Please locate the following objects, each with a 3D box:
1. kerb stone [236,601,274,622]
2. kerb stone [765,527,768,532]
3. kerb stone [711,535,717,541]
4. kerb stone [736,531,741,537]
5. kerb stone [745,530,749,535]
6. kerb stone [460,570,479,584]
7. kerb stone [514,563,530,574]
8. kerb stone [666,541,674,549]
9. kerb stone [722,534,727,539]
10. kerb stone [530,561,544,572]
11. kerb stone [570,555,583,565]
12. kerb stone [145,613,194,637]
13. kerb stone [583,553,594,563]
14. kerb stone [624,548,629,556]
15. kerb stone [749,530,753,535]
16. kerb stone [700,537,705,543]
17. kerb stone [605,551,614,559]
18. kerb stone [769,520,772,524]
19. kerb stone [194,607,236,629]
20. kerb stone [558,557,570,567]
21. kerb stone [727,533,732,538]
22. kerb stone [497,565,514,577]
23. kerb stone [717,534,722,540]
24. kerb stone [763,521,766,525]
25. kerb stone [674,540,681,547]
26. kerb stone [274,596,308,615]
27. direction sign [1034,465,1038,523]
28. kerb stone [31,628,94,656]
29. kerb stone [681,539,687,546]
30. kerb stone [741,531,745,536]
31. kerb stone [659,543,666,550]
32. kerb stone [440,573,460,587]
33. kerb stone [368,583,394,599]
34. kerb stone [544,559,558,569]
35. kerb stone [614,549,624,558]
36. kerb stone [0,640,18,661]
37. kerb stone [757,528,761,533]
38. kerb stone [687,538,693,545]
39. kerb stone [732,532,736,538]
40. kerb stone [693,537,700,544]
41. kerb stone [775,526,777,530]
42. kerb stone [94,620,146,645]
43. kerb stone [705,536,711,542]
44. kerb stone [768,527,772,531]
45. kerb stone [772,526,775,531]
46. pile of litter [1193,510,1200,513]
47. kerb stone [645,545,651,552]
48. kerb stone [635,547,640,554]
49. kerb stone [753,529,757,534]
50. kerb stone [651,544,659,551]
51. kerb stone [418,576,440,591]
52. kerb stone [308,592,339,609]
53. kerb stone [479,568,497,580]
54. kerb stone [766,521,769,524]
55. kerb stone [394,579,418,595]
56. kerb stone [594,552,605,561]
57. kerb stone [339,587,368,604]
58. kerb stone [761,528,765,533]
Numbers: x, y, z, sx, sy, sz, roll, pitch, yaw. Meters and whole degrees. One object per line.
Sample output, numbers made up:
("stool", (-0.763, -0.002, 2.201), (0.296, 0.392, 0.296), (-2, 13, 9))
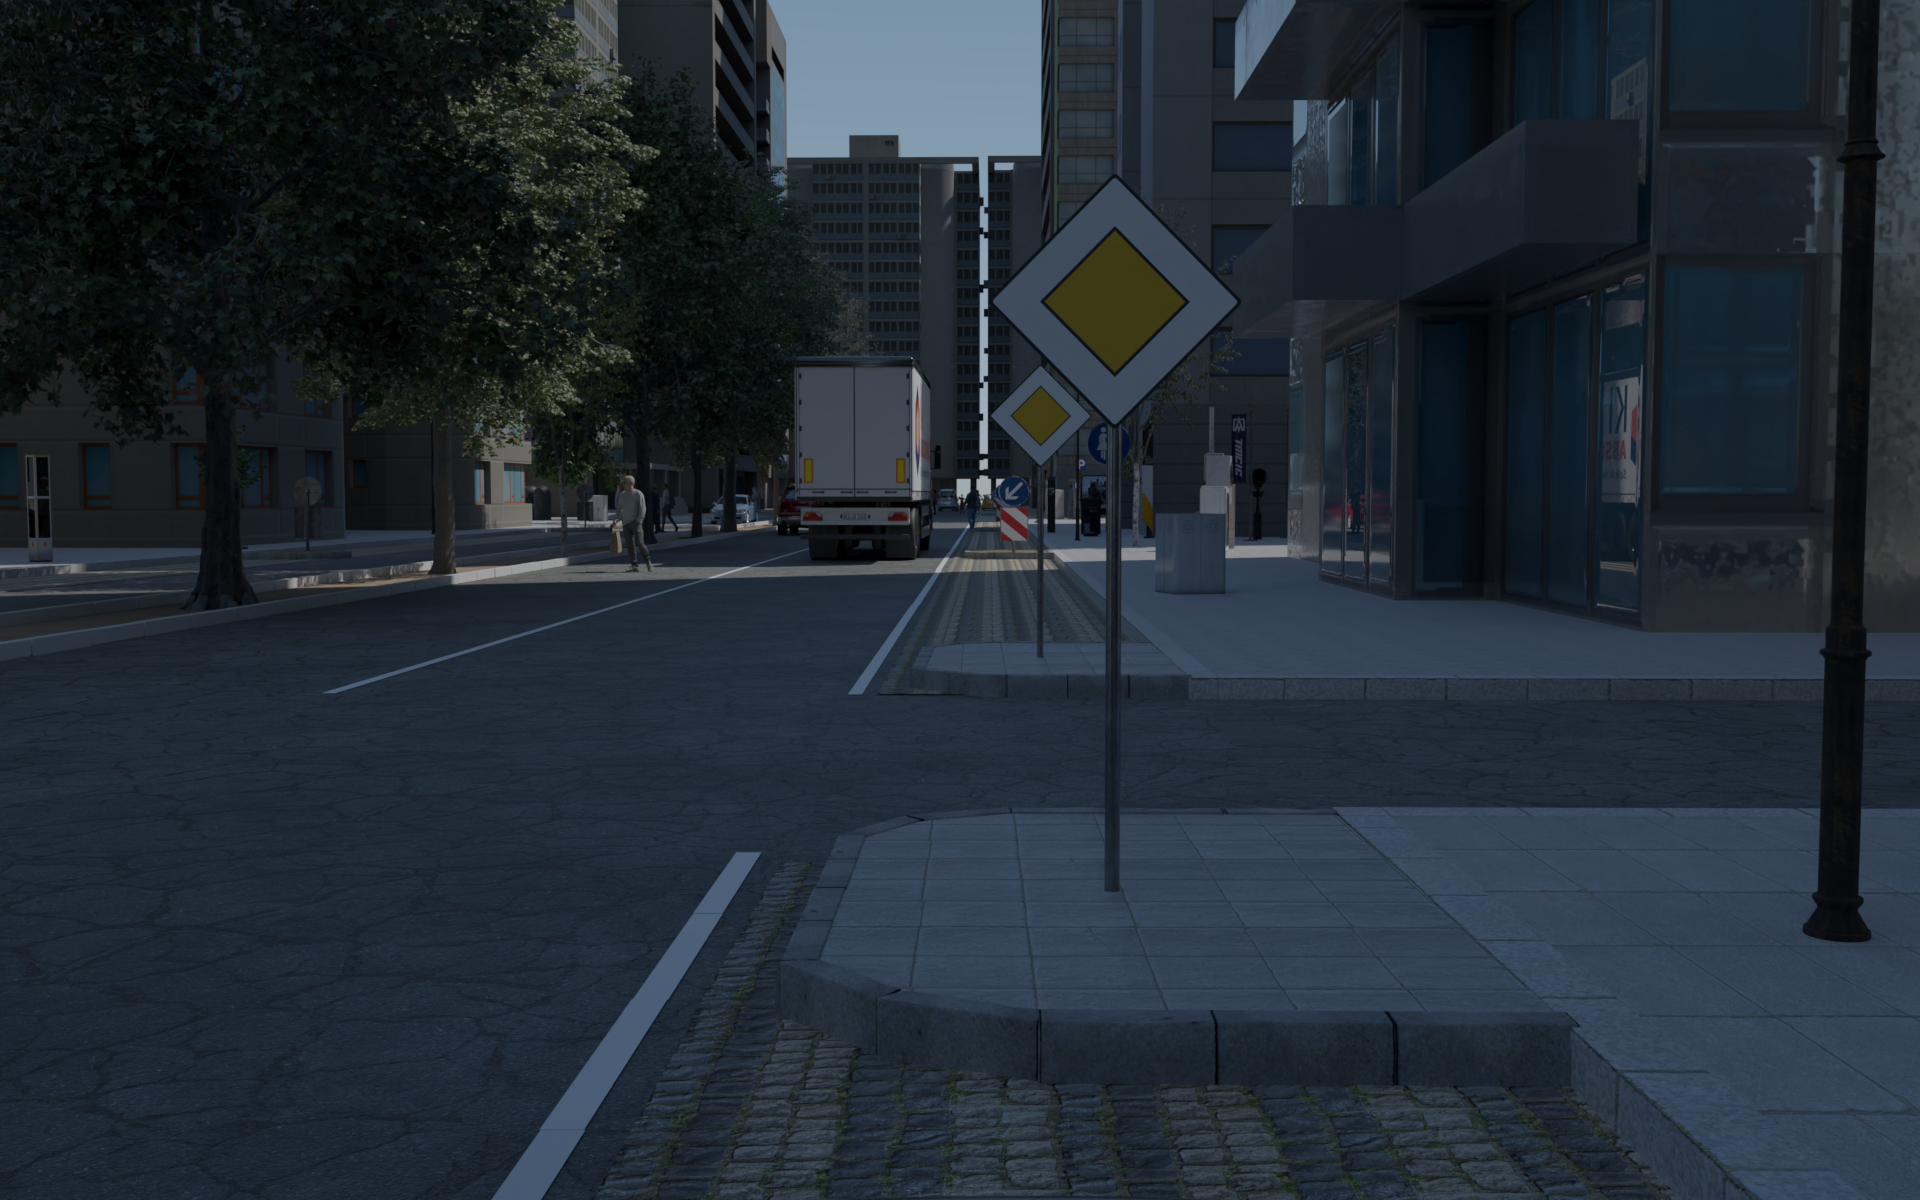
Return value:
("kerb stone", (-8.186, 0.141, 19.929), (0.120, 0.150, 1.000), (0, 4, 1))
("kerb stone", (-7.411, -2.617, 64.989), (0.120, 0.150, 1.000), (0, 4, 1))
("kerb stone", (-7.623, -1.866, 52.701), (0.120, 0.150, 1.000), (0, 4, 1))
("kerb stone", (-7.535, -2.178, 57.819), (0.120, 0.150, 1.000), (0, 4, 1))
("kerb stone", (-7.493, -2.301, 59.867), (0.120, 0.150, 1.000), (0, 4, 1))
("kerb stone", (-8.055, -0.360, 28.120), (0.120, 0.150, 1.000), (0, 4, 1))
("kerb stone", (-7.991, -0.547, 31.188), (0.120, 0.150, 1.000), (0, 4, 1))
("kerb stone", (-7.746, -1.425, 45.531), (0.120, 0.150, 1.000), (0, 4, 1))
("kerb stone", (-7.592, -1.987, 54.751), (0.120, 0.150, 1.000), (0, 4, 1))
("kerb stone", (-7.979, -0.612, 32.210), (0.120, 0.150, 1.000), (0, 4, 1))
("kerb stone", (-7.919, -0.800, 35.280), (0.120, 0.150, 1.000), (0, 4, 1))
("kerb stone", (-8.226, 0.264, 17.879), (0.120, 0.150, 1.000), (0, 4, 1))
("kerb stone", (-7.903, -0.857, 36.302), (0.120, 0.150, 1.000), (0, 4, 1))
("kerb stone", (-7.834, -1.112, 40.412), (0.120, 0.150, 1.000), (0, 4, 1))
("kerb stone", (-7.479, -2.367, 60.889), (0.120, 0.150, 1.000), (0, 4, 1))
("kerb stone", (-7.660, -1.737, 50.652), (0.120, 0.150, 1.000), (0, 4, 1))
("kerb stone", (-7.876, -0.988, 38.351), (0.120, 0.150, 1.000), (0, 4, 1))
("kerb stone", (-9.213, -3.687, 82.479), (0.120, 0.150, 1.000), (0, 4, 1))
("kerb stone", (-8.207, 0.205, 18.901), (0.120, 0.150, 1.000), (0, 4, 1))
("kerb stone", (-7.939, -0.736, 34.258), (0.120, 0.150, 1.000), (0, 4, 1))
("kerb stone", (-7.573, -2.054, 55.774), (0.120, 0.150, 1.000), (0, 4, 1))
("kerb stone", (-8.008, -0.487, 30.164), (0.120, 0.150, 1.000), (0, 4, 1))
("kerb stone", (-7.614, -1.920, 53.724), (0.120, 0.150, 1.000), (0, 4, 1))
("kerb stone", (-9.245, -3.561, 80.426), (0.120, 0.150, 1.000), (0, 4, 1))
("kerb stone", (-7.726, -1.486, 46.553), (0.120, 0.150, 1.000), (0, 4, 1))
("kerb stone", (-8.173, 0.076, 20.951), (0.120, 0.150, 1.000), (0, 4, 1))
("direction sign", (3.511, -5.229, 77.486), (0.379, 3.537, 0.876), (0, 4, -3))
("kerb stone", (-8.255, 0.390, 15.827), (0.120, 0.150, 1.000), (0, 4, 1))
("kerb stone", (-7.709, -1.553, 47.581), (0.120, 0.150, 1.000), (0, 4, 1))
("kerb stone", (-7.518, -2.241, 58.841), (0.120, 0.150, 1.000), (0, 4, 1))
("kerb stone", (-7.764, -1.365, 44.509), (0.120, 0.150, 1.000), (0, 4, 1))
("kerb stone", (-8.069, -0.300, 27.097), (0.120, 0.150, 1.000), (0, 4, 1))
("kerb stone", (-8.119, -0.111, 24.017), (0.120, 0.150, 1.000), (0, 4, 1))
("kerb stone", (-7.957, -0.669, 33.233), (0.120, 0.150, 1.000), (0, 4, 1))
("kerb stone", (-7.855, -1.050, 39.379), (0.120, 0.150, 1.000), (0, 4, 1))
("kerb stone", (-8.277, 0.455, 14.800), (0.120, 0.150, 1.000), (0, 4, 1))
("kerb stone", (-7.441, -2.492, 62.933), (0.120, 0.150, 1.000), (0, 4, 1))
("kerb stone", (-7.701, -1.615, 48.607), (0.120, 0.150, 1.000), (0, 4, 1))
("kerb stone", (-7.546, -2.113, 56.797), (0.120, 0.150, 1.000), (0, 4, 1))
("kerb stone", (-7.676, -1.678, 49.629), (0.120, 0.150, 1.000), (0, 4, 1))
("kerb stone", (-7.362, -2.803, 68.066), (0.120, 0.150, 1.000), (0, 4, 1))
("kerb stone", (-8.248, 0.331, 16.857), (0.120, 0.150, 1.000), (0, 4, 1))
("kerb stone", (-7.645, -1.803, 51.674), (0.120, 0.150, 1.000), (0, 4, 1))
("kerb stone", (-7.396, -2.680, 66.011), (0.120, 0.150, 1.000), (0, 4, 1))
("kerb stone", (-7.379, -2.741, 67.040), (0.120, 0.150, 1.000), (0, 4, 1))
("pile of litter", (6.184, -1.919, 45.346), (1.719, 0.858, 1.176), (2, 4, 31))
("kerb stone", (-7.798, -1.235, 42.465), (0.120, 0.150, 1.000), (0, 4, 1))
("kerb stone", (-7.821, -1.177, 41.442), (0.120, 0.150, 1.000), (0, 4, 1))
("kerb stone", (-7.470, -2.426, 61.911), (0.120, 0.150, 1.000), (0, 4, 1))
("kerb stone", (-7.785, -1.302, 43.487), (0.120, 0.150, 1.000), (0, 4, 1))
("kerb stone", (-8.084, -0.237, 26.075), (0.120, 0.150, 1.000), (0, 4, 1))
("kerb stone", (-8.154, 0.014, 21.973), (0.120, 0.150, 1.000), (0, 4, 1))
("kerb stone", (-8.037, -0.422, 29.142), (0.120, 0.150, 1.000), (0, 4, 1))
("kerb stone", (-9.229, -3.620, 81.448), (0.120, 0.150, 1.000), (0, 4, 1))
("kerb stone", (-8.100, -0.174, 25.043), (0.120, 0.150, 1.000), (0, 4, 1))
("kerb stone", (-7.887, -0.923, 37.329), (0.120, 0.150, 1.000), (0, 4, 1))
("kerb stone", (-8.134, -0.044, 22.995), (0.120, 0.150, 1.000), (0, 4, 1))
("kerb stone", (-7.432, -2.554, 63.961), (0.120, 0.150, 1.000), (0, 4, 1))
